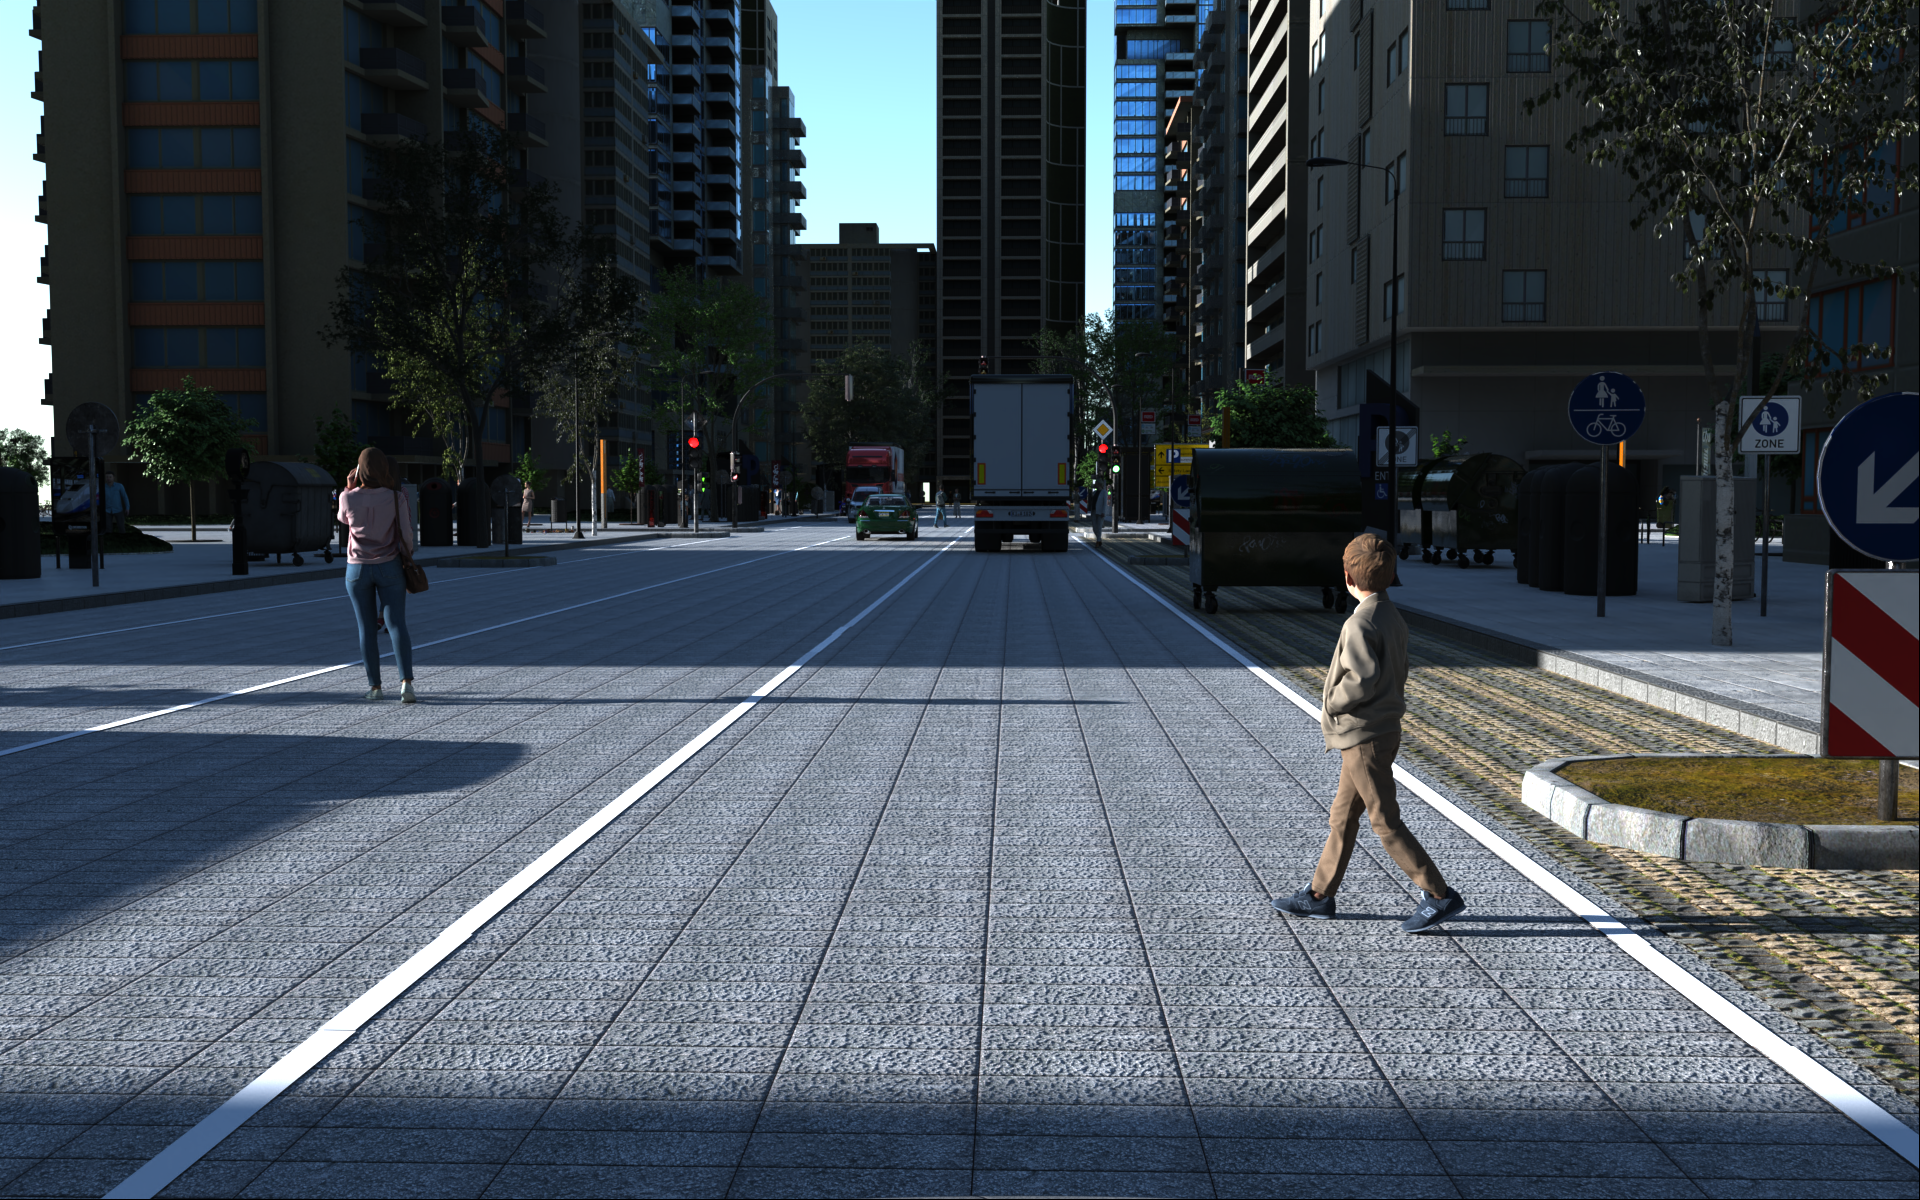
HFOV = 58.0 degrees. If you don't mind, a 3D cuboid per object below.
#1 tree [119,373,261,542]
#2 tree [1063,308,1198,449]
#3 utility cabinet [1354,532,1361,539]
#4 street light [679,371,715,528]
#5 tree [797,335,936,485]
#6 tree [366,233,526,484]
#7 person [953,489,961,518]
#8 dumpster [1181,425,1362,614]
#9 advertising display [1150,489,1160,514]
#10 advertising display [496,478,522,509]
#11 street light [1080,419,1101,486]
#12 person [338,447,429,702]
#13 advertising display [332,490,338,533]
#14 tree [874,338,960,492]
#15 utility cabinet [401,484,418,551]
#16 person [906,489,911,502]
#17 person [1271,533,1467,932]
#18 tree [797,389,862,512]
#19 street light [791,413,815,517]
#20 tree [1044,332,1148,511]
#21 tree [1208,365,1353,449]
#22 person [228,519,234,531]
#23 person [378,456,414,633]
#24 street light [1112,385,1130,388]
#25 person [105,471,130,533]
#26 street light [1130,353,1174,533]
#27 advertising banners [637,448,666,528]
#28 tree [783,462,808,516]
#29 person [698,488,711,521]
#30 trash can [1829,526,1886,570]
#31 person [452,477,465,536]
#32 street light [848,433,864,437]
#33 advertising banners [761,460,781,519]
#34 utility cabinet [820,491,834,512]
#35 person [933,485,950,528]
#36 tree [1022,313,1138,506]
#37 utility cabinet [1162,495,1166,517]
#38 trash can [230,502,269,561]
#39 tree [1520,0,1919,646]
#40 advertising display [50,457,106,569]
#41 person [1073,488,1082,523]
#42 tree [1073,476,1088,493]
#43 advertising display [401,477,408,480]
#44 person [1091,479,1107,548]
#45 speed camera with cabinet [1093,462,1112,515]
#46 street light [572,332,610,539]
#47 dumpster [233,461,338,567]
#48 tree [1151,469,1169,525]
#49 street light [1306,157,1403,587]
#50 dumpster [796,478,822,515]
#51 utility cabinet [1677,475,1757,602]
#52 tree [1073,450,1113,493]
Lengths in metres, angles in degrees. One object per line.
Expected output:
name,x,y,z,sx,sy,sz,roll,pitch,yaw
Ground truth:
tree,-20.749,-3.848,46.627,4.285,4.588,4.351,0,3,0
tree,9.598,-10.441,96.470,9.928,11.665,9.643,0,3,0
utility cabinet,6.826,-1.376,31.171,0.318,1.500,1.173,3,4,37
street light,-9.922,-5.683,65.453,1.470,5.913,1.316,0,4,2
tree,-8.433,-14.314,140.687,9.857,13.997,8.962,0,3,0
tree,-14.052,-5.958,47.783,4.737,8.622,4.395,0,3,0
person,-0.199,-5.765,103.310,0.519,1.759,0.362,1,4,16
dumpster,3.761,-0.982,21.007,1.985,2.255,1.502,0,4,0
advertising display,12.244,-6.395,109.775,0.974,1.923,0.123,-2,4,-24
advertising display,-17.567,-3.807,67.452,0.974,1.923,0.123,-1,4,-10
street light,8.114,-8.208,106.742,1.470,5.913,1.316,0,4,2
person,-3.977,-0.175,11.952,0.593,1.750,0.643,-1,4,-18
advertising display,-21.034,-3.190,57.378,0.974,1.923,0.123,1,4,13
tree,-5.288,-21.561,208.415,12.611,20.169,13.585,0,3,0
utility cabinet,-12.614,-1.808,38.247,1.173,1.500,0.318,-2,4,-28
person,-3.986,-7.601,132.801,0.654,1.822,0.581,3,5,44
person,1.345,0.432,5.702,0.640,1.303,0.475,1,4,17
tree,-9.321,-10.530,122.525,4.360,8.622,3.978,0,3,0
street light,-8.934,-7.720,98.765,1.470,5.913,1.316,0,4,2
tree,9.755,-13.463,130.483,12.009,13.543,11.850,0,3,0
tree,7.797,-3.693,44.098,4.285,4.588,4.351,0,3,0
person,-26.141,-3.329,62.797,0.748,1.841,0.638,0,4,4
person,-5.870,-0.569,17.814,0.388,1.821,0.555,3,5,41
street light,7.137,-6.188,73.710,1.470,5.913,1.316,0,4,2
person,-19.804,-2.111,40.585,0.660,1.820,0.620,-1,4,-19
street light,6.465,-5.170,57.062,1.470,5.913,1.316,0,4,2
advertising banners,-11.862,-4.303,66.539,0.090,3.025,2.074,1,4,20
tree,-10.169,-6.648,103.290,1.663,3.219,1.824,0,3,0
person,-12.286,-4.738,83.608,0.767,1.812,0.694,3,4,36
trash can,8.952,-0.338,17.173,0.748,1.137,0.748,0,3,0
person,-14.764,-2.769,51.582,0.850,1.792,0.678,-1,4,-9
street light,-7.989,-9.751,131.978,1.470,5.913,1.316,0,4,2
advertising banners,-10.180,-5.680,89.049,2.074,3.025,0.090,1,4,10
utility cabinet,-9.718,-7.153,125.636,1.173,1.500,0.318,1,4,12
person,-0.807,-3.928,72.714,0.713,1.824,0.794,-2,4,-30
tree,13.229,-19.761,178.974,12.611,20.169,13.585,0,3,0
utility cabinet,11.867,-5.251,97.014,1.020,1.237,0.306,1,4,11
trash can,-13.553,-1.313,33.126,0.748,1.137,0.748,0,3,0
tree,6.418,-3.906,14.224,4.360,8.622,3.978,0,3,0
advertising display,-15.141,-1.501,29.752,0.974,1.923,0.123,1,4,11
person,5.867,-4.720,86.228,0.362,1.759,0.519,-1,4,-19
tree,10.724,-9.835,155.407,1.663,3.219,1.824,0,3,0
advertising display,-21.528,-3.719,66.024,0.974,1.923,0.123,-2,4,-30
person,3.704,-2.301,45.992,0.514,1.842,0.818,2,4,23
speed camera with cabinet,8.802,-6.747,104.649,0.660,3.252,2.038,-2,4,-28
street light,-10.454,-4.722,49.744,1.470,5.913,1.316,0,4,2
dumpster,-12.205,-1.563,31.313,1.264,1.857,1.865,0,4,2
tree,8.939,-4.766,72.526,1.663,3.219,1.824,0,3,0
street light,5.467,-3.149,24.031,1.470,5.913,1.316,0,4,2
dumpster,-9.396,-6.436,107.728,1.502,2.255,1.985,0,4,2
utility cabinet,9.063,-0.735,20.698,1.173,1.500,0.318,-3,4,-36
tree,9.110,-7.806,111.339,4.285,4.588,4.351,0,3,0
